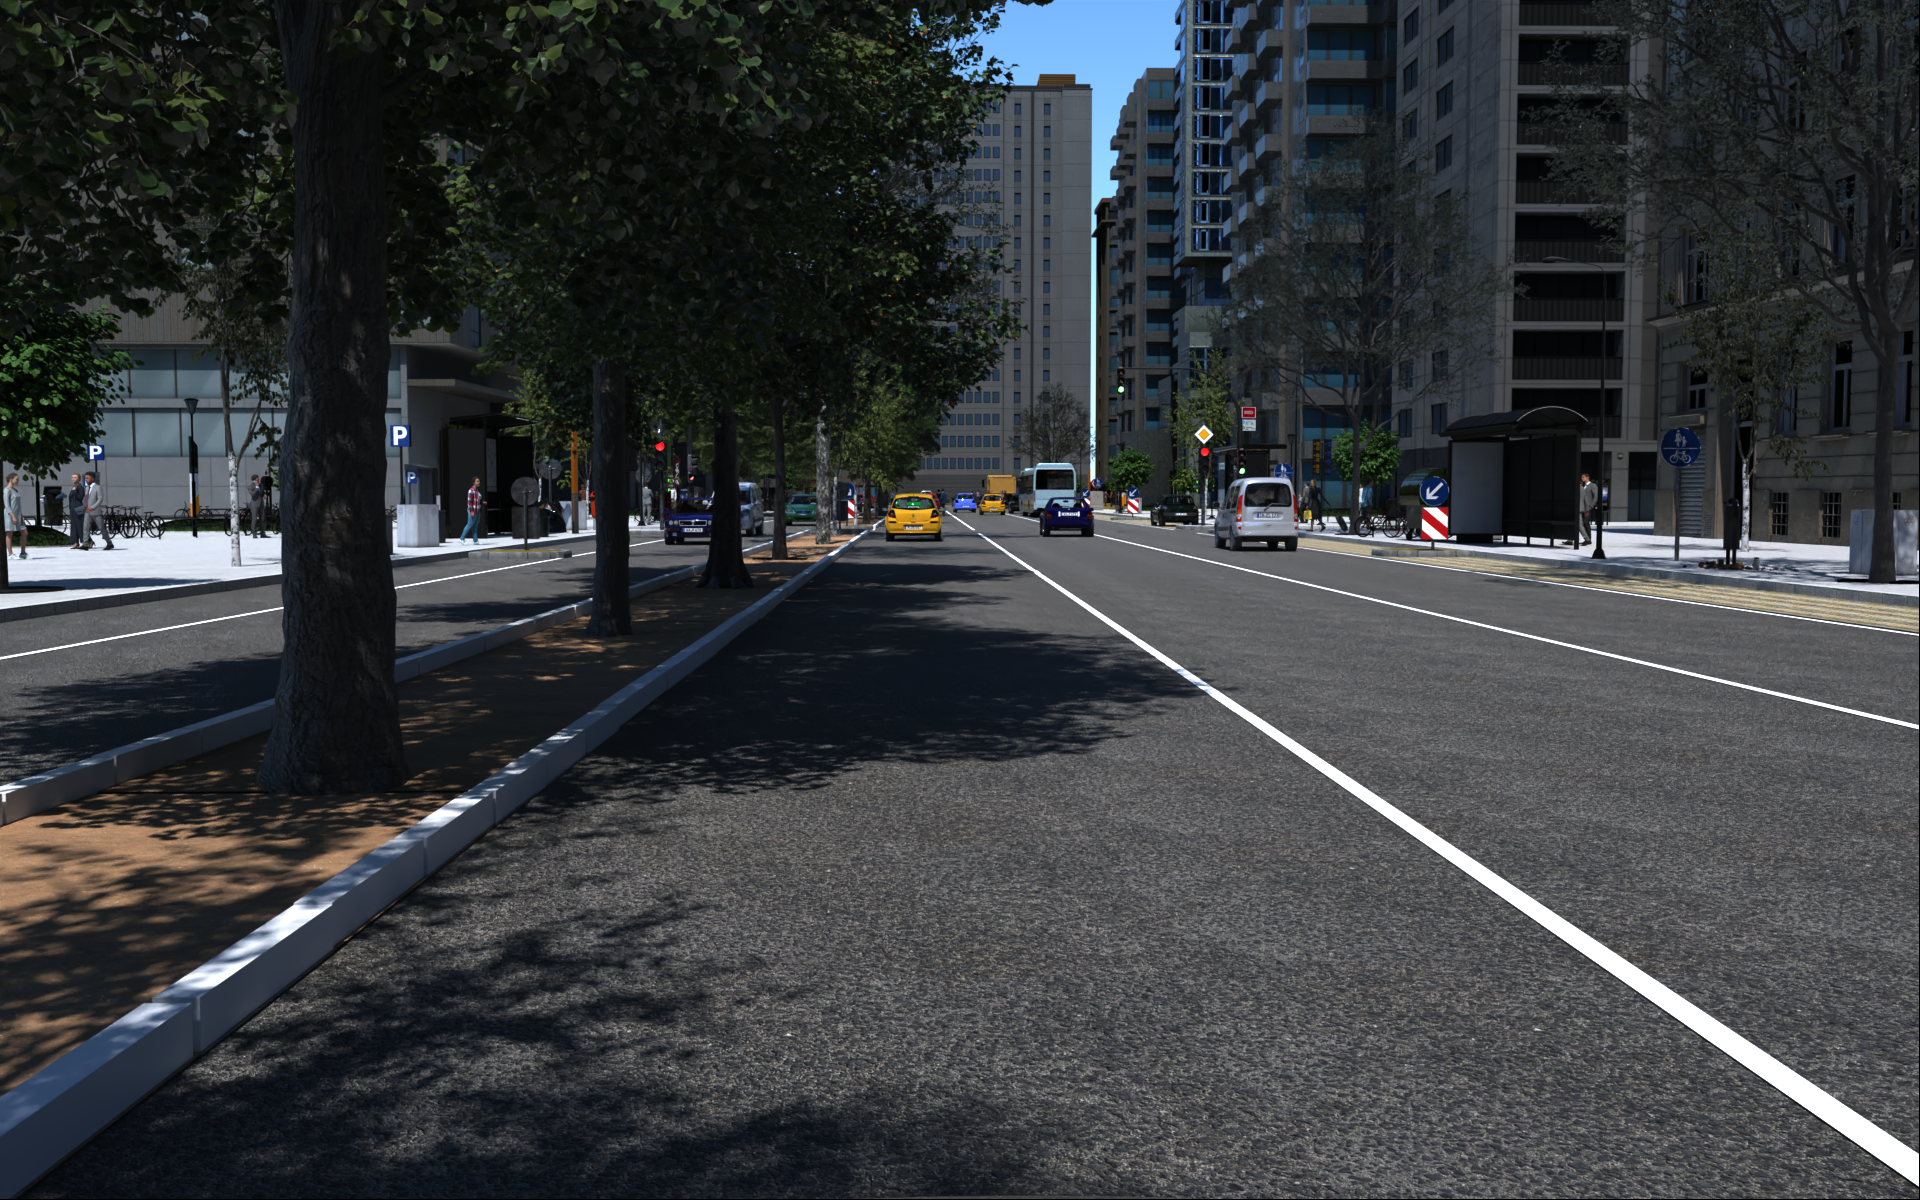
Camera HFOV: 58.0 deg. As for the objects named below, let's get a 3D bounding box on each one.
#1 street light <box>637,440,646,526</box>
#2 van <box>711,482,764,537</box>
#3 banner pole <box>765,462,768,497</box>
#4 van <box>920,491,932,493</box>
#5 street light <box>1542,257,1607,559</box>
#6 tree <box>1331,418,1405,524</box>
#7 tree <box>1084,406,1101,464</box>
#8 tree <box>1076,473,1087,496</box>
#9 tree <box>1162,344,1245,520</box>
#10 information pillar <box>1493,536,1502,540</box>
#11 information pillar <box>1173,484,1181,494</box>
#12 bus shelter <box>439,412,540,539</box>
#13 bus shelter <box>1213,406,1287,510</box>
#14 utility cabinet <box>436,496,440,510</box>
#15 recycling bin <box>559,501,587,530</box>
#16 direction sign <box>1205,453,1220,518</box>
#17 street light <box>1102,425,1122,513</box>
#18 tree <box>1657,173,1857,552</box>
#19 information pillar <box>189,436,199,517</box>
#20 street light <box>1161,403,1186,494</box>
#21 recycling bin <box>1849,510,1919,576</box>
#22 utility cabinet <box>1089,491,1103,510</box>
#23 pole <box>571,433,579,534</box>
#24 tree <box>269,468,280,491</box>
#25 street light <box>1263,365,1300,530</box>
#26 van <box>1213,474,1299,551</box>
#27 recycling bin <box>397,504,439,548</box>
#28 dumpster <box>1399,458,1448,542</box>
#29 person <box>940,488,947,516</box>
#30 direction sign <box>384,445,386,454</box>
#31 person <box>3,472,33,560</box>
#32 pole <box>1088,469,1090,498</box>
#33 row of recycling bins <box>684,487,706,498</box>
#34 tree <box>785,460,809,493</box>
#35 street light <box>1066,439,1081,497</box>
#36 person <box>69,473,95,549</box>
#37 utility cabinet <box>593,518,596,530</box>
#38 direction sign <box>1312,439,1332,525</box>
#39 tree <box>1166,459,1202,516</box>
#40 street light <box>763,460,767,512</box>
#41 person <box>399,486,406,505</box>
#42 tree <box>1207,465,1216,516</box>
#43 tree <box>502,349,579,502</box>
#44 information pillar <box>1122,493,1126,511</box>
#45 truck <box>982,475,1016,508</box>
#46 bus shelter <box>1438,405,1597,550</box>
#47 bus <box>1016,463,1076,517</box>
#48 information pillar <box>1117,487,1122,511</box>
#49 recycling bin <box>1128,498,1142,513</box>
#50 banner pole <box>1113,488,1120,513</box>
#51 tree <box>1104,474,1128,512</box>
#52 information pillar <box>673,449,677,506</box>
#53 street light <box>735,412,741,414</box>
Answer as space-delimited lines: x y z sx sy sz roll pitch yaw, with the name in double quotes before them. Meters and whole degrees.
"street light" -12.280 -5.935 69.580 1.470 5.913 1.316 0 4 -1
"van" -7.761 -3.216 59.587 2.013 2.044 4.112 0 3 0
"banner pole" -14.947 -8.779 133.558 0.401 3.779 0.863 1 4 16
"van" -4.166 -12.472 210.934 2.013 2.044 4.112 0 4 -3
"street light" 12.097 -3.764 34.082 1.470 5.913 1.316 0 4 -1
"tree" 17.642 -5.586 75.038 4.285 4.588 4.351 0 3 0
"tree" 10.098 -16.958 187.634 12.009 13.543 11.850 0 3 0
"tree" 10.351 -9.765 154.257 1.663 3.219 1.824 0 3 0
"tree" 12.076 -8.249 85.234 4.737 8.622 4.395 0 3 0
"information pillar" 14.835 -2.662 48.018 0.304 2.012 0.304 -1 4 -13
"information pillar" 11.678 -5.421 93.128 0.304 2.012 0.304 -3 5 -45
"bus shelter" -14.203 -3.768 52.882 1.731 3.624 6.357 0 4 -1
"bus shelter" 12.539 -6.061 76.733 2.179 5.291 8.768 0 4 -1
"utility cabinet" -21.163 -3.662 71.035 0.306 1.237 1.020 -2 4 -34
"recycling bin" -13.761 -2.999 61.595 0.722 1.027 0.722 -3 5 -43
"direction sign" 13.265 -6.061 91.092 0.876 3.537 0.379 2 4 32
"street light" 10.279 -8.816 116.686 1.470 5.913 1.316 0 4 -1
"tree" 17.353 -5.357 37.953 4.360 8.622 3.978 0 3 0
"information pillar" -30.888 -4.800 69.831 0.183 3.616 0.504 1 4 10
"street light" 10.922 -7.078 88.264 1.470 5.913 1.316 0 4 -1
"recycling bin" 14.698 -0.918 27.568 0.722 1.027 0.722 0 4 -5
"utility cabinet" 10.789 -7.865 137.267 1.173 1.500 0.318 -2 4 -25
"pole" -12.438 -3.796 55.909 0.158 3.312 0.155 0 3 0
"tree" -27.535 -4.673 71.013 1.663 3.219 1.824 0 3 0
"street light" 11.535 -5.486 62.243 1.470 5.913 1.316 0 4 -1
"van" 7.632 -2.312 44.818 2.013 2.044 4.112 0 4 0
"recycling bin" -13.098 -1.792 41.861 0.722 1.027 0.722 2 4 33
"dumpster" 12.948 -2.727 47.088 1.502 2.255 1.985 0 4 -1
"person" -1.078 -6.270 111.196 0.419 1.800 0.721 1 4 23
"direction sign" -23.334 -4.763 69.873 0.379 3.537 0.876 0 4 3
"person" -18.451 -1.634 33.757 0.522 1.701 0.512 0 4 -6
"pole" 10.528 -9.013 141.207 0.158 3.312 0.155 0 3 0
"row of recycling bins" -14.850 -5.457 96.333 1.069 1.692 3.534 -1 4 -17
"tree" -15.368 -10.815 160.532 4.285 4.588 4.351 0 3 0
"street light" 9.591 -10.570 145.360 1.470 5.913 1.316 0 4 -1
"person" -20.591 -2.080 40.480 0.576 1.772 0.534 1 4 19
"utility cabinet" -12.493 -3.079 61.499 1.020 1.237 0.306 0 4 -6
"direction sign" 14.926 -4.861 71.471 0.876 3.537 0.379 -1 4 -21
"tree" 11.807 -5.897 91.017 1.663 3.219 1.824 0 3 0
"street light" -13.648 -9.352 125.450 1.470 5.913 1.316 0 4 -1
"person" -15.855 -2.678 49.806 0.794 1.824 0.713 -2 4 -24
"tree" 14.349 -6.467 100.336 1.663 3.219 1.824 0 3 0
"tree" -20.256 -8.139 83.427 4.737 8.622 4.395 0 3 0
"information pillar" 12.689 -8.774 134.813 0.504 3.616 0.183 1 4 15
"truck" 4.104 -10.995 175.691 3.469 3.379 9.791 0 4 -2
"bus shelter" 13.476 -2.961 42.339 2.014 3.302 5.546 0 4 -1
"bus" 5.418 -7.052 110.163 2.948 3.499 13.247 0 4 -2
"information pillar" 11.661 -7.477 126.736 0.304 2.012 0.304 -1 4 -23
"recycling bin" 11.928 -6.469 118.324 0.722 1.027 0.722 -3 5 -44
"banner pole" 10.923 -7.856 118.468 0.863 3.779 0.401 1 4 12
"tree" 13.065 -9.169 144.508 1.663 3.219 1.824 0 3 0
"information pillar" -14.774 -6.011 89.639 0.183 3.616 0.504 0 4 2
"street light" -12.985 -7.644 97.515 1.470 5.913 1.316 0 4 -1
